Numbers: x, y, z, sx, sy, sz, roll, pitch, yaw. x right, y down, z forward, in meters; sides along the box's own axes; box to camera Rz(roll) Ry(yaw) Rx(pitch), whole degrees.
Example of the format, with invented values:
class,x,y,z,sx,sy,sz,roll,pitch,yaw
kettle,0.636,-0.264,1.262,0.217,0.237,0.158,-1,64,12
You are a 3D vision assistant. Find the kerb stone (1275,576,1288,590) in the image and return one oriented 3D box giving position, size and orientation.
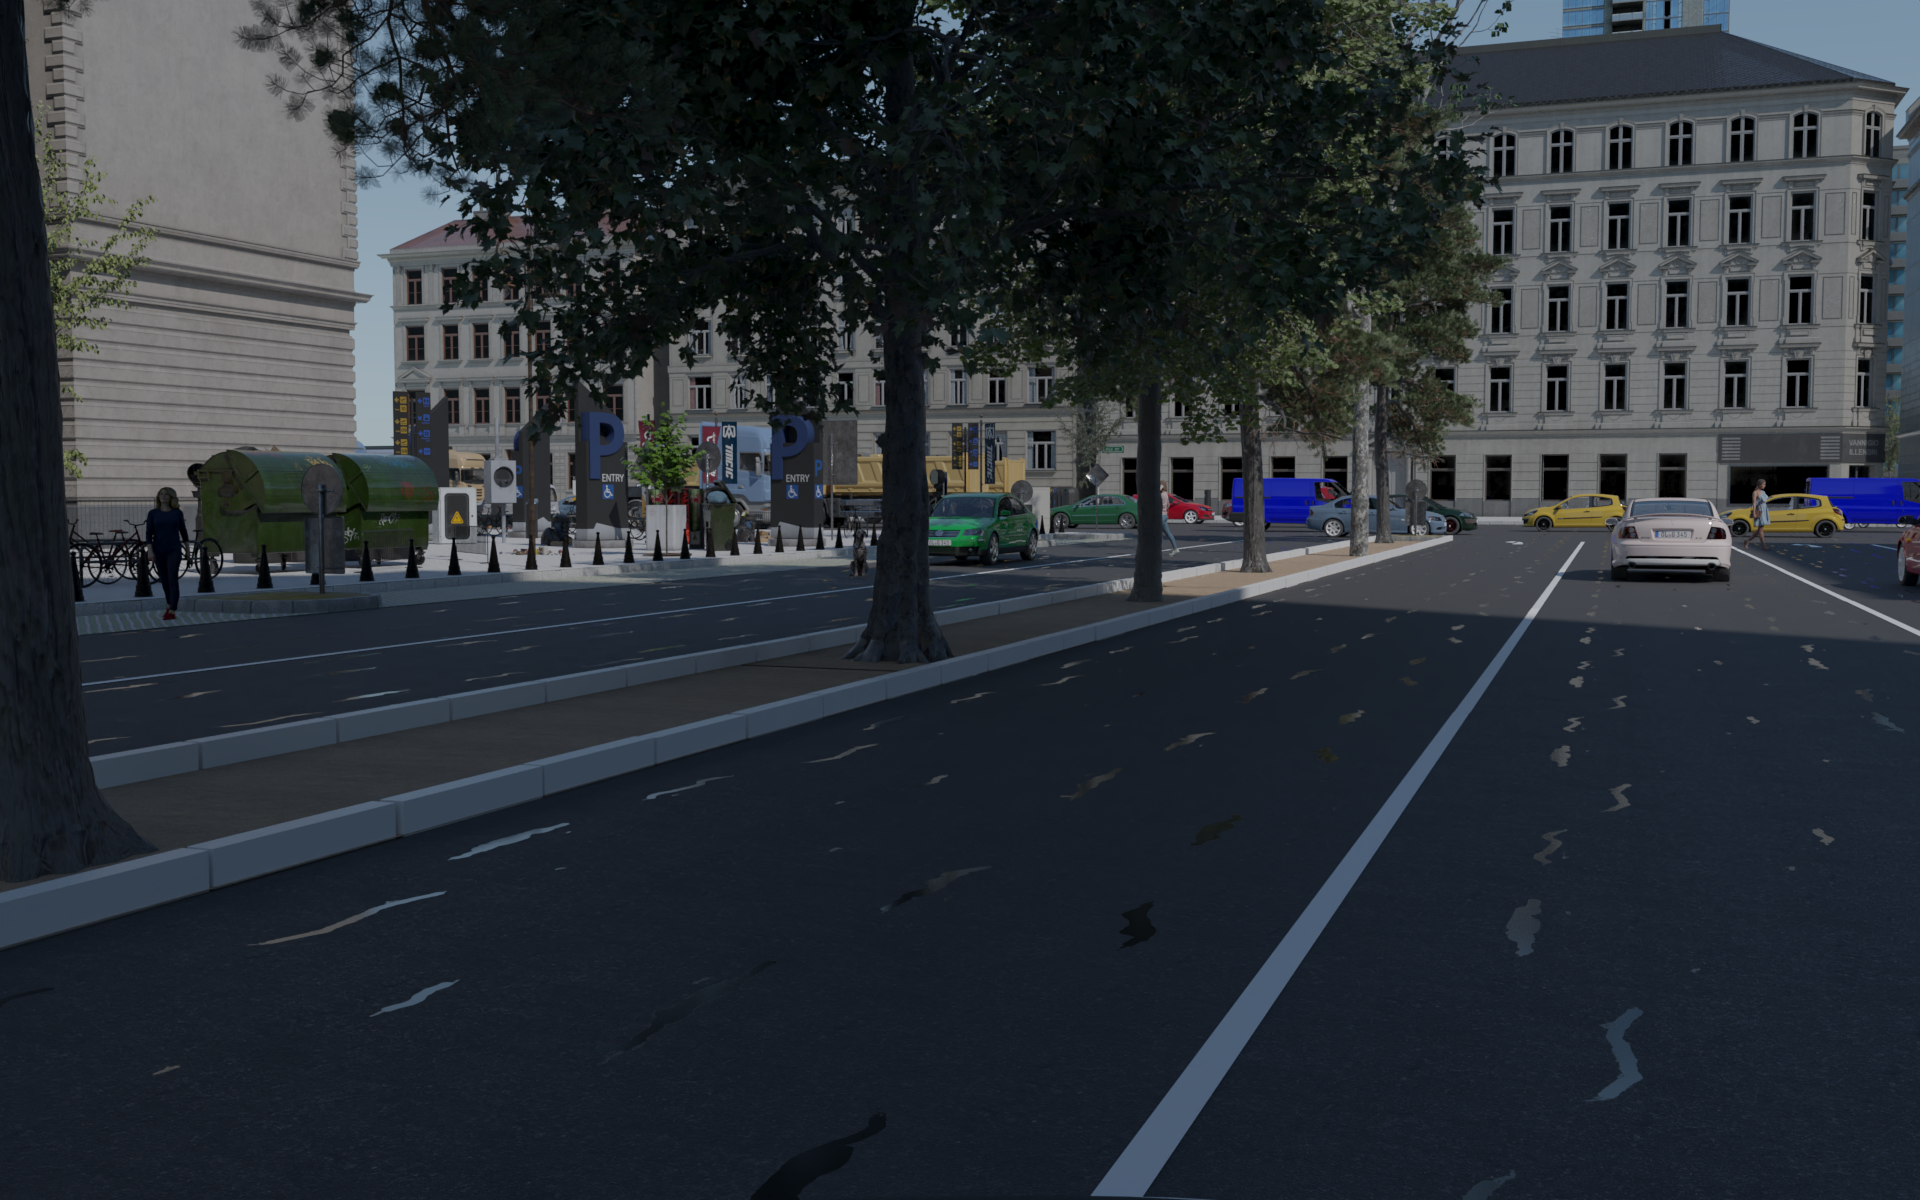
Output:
class,x,y,z,sx,sy,sz,roll,pitch,yaw
kerb stone,4.739,-0.234,26.029,0.120,0.150,1.000,1,4,21

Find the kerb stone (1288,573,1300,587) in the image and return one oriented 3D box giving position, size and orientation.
class,x,y,z,sx,sy,sz,roll,pitch,yaw
kerb stone,5.116,-0.293,26.993,0.120,0.150,1.000,1,4,21

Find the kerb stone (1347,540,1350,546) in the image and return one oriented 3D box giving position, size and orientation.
class,x,y,z,sx,sy,sz,roll,pitch,yaw
kerb stone,10.443,-1.517,46.993,0.120,0.150,1.000,1,4,21

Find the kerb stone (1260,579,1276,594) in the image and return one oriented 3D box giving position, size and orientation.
class,x,y,z,sx,sy,sz,roll,pitch,yaw
kerb stone,4.376,-0.175,25.060,0.120,0.150,1.000,1,4,21

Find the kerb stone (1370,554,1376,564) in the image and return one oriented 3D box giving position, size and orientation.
class,x,y,z,sx,sy,sz,roll,pitch,yaw
kerb stone,8.399,-0.825,35.679,0.120,0.150,1.000,1,4,21

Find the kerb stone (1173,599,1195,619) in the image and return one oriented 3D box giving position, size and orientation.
class,x,y,z,sx,sy,sz,roll,pitch,yaw
kerb stone,2.542,0.120,20.239,0.120,0.150,1.000,1,4,21

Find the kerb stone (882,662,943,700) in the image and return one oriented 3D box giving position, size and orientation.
class,x,y,z,sx,sy,sz,roll,pitch,yaw
kerb stone,-0.379,0.591,12.535,0.120,0.150,1.000,1,4,21

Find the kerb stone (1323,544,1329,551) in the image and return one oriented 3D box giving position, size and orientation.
class,x,y,z,sx,sy,sz,roll,pitch,yaw
kerb stone,8.992,-1.281,43.148,0.120,0.150,1.000,1,4,21

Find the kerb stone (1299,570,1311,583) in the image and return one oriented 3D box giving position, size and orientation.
class,x,y,z,sx,sy,sz,roll,pitch,yaw
kerb stone,5.475,-0.352,27.966,0.120,0.150,1.000,1,4,21

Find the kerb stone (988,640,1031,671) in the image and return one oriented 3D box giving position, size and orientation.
class,x,y,z,sx,sy,sz,roll,pitch,yaw
kerb stone,0.356,0.473,14.460,0.120,0.150,1.000,1,4,21

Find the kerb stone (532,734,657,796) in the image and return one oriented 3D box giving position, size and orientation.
class,x,y,z,sx,sy,sz,roll,pitch,yaw
kerb stone,-1.844,0.826,8.685,0.120,0.150,1.000,1,4,21

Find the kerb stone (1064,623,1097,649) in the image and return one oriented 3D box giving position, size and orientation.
class,x,y,z,sx,sy,sz,roll,pitch,yaw
kerb stone,1.076,0.357,16.392,0.120,0.150,1.000,1,4,21

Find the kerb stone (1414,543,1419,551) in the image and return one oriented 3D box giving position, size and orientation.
class,x,y,z,sx,sy,sz,roll,pitch,yaw
kerb stone,11.326,-1.290,43.379,0.120,0.150,1.000,1,4,21

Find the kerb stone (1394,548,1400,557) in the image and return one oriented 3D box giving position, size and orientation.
class,x,y,z,sx,sy,sz,roll,pitch,yaw
kerb stone,9.869,-1.059,39.535,0.120,0.150,1.000,1,4,21

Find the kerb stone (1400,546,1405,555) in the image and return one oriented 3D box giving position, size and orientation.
class,x,y,z,sx,sy,sz,roll,pitch,yaw
kerb stone,10.237,-1.115,40.494,0.120,0.150,1.000,1,4,21

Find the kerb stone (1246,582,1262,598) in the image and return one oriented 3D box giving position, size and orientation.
class,x,y,z,sx,sy,sz,roll,pitch,yaw
kerb stone,4.008,-0.117,24.102,0.120,0.150,1.000,1,4,21

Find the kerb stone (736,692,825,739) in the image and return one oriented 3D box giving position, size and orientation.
class,x,y,z,sx,sy,sz,roll,pitch,yaw
kerb stone,-1.109,0.709,10.609,0.120,0.150,1.000,1,4,21

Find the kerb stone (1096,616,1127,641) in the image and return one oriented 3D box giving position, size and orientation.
class,x,y,z,sx,sy,sz,roll,pitch,yaw
kerb stone,1.453,0.296,17.352,0.120,0.150,1.000,1,4,21

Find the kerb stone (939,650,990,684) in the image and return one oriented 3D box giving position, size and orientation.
class,x,y,z,sx,sy,sz,roll,pitch,yaw
kerb stone,-0.012,0.532,13.500,0.120,0.150,1.000,1,4,21

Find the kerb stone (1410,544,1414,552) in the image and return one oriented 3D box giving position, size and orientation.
class,x,y,z,sx,sy,sz,roll,pitch,yaw
kerb stone,10.951,-1.236,42.419,0.120,0.150,1.000,1,4,21

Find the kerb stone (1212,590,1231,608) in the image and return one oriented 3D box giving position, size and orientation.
class,x,y,z,sx,sy,sz,roll,pitch,yaw
kerb stone,3.274,0.002,22.157,0.120,0.150,1.000,1,4,21

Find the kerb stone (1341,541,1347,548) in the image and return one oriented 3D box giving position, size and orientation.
class,x,y,z,sx,sy,sz,roll,pitch,yaw
kerb stone,10.094,-1.458,46.027,0.120,0.150,1.000,1,4,21

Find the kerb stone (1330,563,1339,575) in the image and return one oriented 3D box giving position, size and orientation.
class,x,y,z,sx,sy,sz,roll,pitch,yaw
kerb stone,6.572,-0.529,30.851,0.120,0.150,1.000,1,4,21

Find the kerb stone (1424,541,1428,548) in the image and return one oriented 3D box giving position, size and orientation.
class,x,y,z,sx,sy,sz,roll,pitch,yaw
kerb stone,12.052,-1.413,45.299,0.120,0.150,1.000,1,4,21

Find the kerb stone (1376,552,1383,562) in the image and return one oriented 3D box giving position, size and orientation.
class,x,y,z,sx,sy,sz,roll,pitch,yaw
kerb stone,8.773,-0.883,36.637,0.120,0.150,1.000,1,4,21

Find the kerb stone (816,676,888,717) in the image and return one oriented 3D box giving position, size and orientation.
class,x,y,z,sx,sy,sz,roll,pitch,yaw
kerb stone,-0.750,0.650,11.571,0.120,0.150,1.000,1,4,21

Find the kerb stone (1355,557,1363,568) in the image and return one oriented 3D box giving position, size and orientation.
class,x,y,z,sx,sy,sz,roll,pitch,yaw
kerb stone,7.665,-0.706,33.745,0.120,0.150,1.000,1,4,21

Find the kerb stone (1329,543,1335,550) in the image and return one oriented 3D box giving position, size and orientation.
class,x,y,z,sx,sy,sz,roll,pitch,yaw
kerb stone,9.353,-1.340,44.109,0.120,0.150,1.000,1,4,21

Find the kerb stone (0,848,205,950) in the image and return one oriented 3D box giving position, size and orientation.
class,x,y,z,sx,sy,sz,roll,pitch,yaw
kerb stone,-2.940,1.004,5.796,0.120,0.150,1.000,1,4,21

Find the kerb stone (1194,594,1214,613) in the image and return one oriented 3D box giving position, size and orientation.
class,x,y,z,sx,sy,sz,roll,pitch,yaw
kerb stone,2.907,0.061,21.198,0.120,0.150,1.000,1,4,21

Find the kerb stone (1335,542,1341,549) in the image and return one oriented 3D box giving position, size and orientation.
class,x,y,z,sx,sy,sz,roll,pitch,yaw
kerb stone,9.723,-1.395,45.070,0.120,0.150,1.000,1,4,21

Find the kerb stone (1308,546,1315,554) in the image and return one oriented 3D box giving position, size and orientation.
class,x,y,z,sx,sy,sz,roll,pitch,yaw
kerb stone,8.259,-1.164,41.224,0.120,0.150,1.000,1,4,21

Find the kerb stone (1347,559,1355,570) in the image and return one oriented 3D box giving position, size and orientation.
class,x,y,z,sx,sy,sz,roll,pitch,yaw
kerb stone,7.297,-0.648,32.785,0.120,0.150,1.000,1,4,21

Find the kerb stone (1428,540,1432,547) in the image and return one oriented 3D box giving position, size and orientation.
class,x,y,z,sx,sy,sz,roll,pitch,yaw
kerb stone,12.417,-1.471,46.259,0.120,0.150,1.000,1,4,21

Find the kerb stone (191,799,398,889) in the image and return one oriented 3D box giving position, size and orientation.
class,x,y,z,sx,sy,sz,roll,pitch,yaw
kerb stone,-2.580,0.945,6.758,0.120,0.150,1.000,1,4,21

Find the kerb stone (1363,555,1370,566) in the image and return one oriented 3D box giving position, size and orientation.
class,x,y,z,sx,sy,sz,roll,pitch,yaw
kerb stone,8.033,-0.766,34.713,0.120,0.150,1.000,1,4,21

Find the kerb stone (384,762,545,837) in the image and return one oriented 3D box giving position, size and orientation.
class,x,y,z,sx,sy,sz,roll,pitch,yaw
kerb stone,-2.202,0.885,7.722,0.120,0.150,1.000,1,4,21

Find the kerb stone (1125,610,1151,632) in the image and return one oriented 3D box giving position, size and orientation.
class,x,y,z,sx,sy,sz,roll,pitch,yaw
kerb stone,1.812,0.237,18.319,0.120,0.150,1.000,1,4,21

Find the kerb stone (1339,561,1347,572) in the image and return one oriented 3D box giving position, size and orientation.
class,x,y,z,sx,sy,sz,roll,pitch,yaw
kerb stone,6.933,-0.588,31.817,0.120,0.150,1.000,1,4,21

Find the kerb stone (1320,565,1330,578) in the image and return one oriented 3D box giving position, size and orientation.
class,x,y,z,sx,sy,sz,roll,pitch,yaw
kerb stone,6.201,-0.467,29.887,0.120,0.150,1.000,1,4,21

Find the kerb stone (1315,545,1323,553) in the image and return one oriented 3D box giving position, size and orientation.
class,x,y,z,sx,sy,sz,roll,pitch,yaw
kerb stone,8.628,-1.222,42.182,0.120,0.150,1.000,1,4,21

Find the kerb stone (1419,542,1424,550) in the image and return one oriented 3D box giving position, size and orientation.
class,x,y,z,sx,sy,sz,roll,pitch,yaw
kerb stone,11.689,-1.354,44.339,0.120,0.150,1.000,1,4,21

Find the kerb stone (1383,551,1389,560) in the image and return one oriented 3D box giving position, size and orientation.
class,x,y,z,sx,sy,sz,roll,pitch,yaw
kerb stone,9.132,-0.939,37.612,0.120,0.150,1.000,1,4,21

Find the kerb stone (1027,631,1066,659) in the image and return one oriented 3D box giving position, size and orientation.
class,x,y,z,sx,sy,sz,roll,pitch,yaw
kerb stone,0.713,0.414,15.431,0.120,0.150,1.000,1,4,21

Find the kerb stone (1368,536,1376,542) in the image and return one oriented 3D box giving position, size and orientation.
class,x,y,z,sx,sy,sz,roll,pitch,yaw
kerb stone,12.648,-1.866,52.771,0.120,0.150,1.000,1,4,21

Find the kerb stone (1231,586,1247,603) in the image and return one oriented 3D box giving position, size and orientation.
class,x,y,z,sx,sy,sz,roll,pitch,yaw
kerb stone,3.641,-0.055,23.126,0.120,0.150,1.000,1,4,21

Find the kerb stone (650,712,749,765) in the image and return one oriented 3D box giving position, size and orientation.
class,x,y,z,sx,sy,sz,roll,pitch,yaw
kerb stone,-1.481,0.773,9.650,0.120,0.150,1.000,1,4,21

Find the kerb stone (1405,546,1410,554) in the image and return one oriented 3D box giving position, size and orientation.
class,x,y,z,sx,sy,sz,roll,pitch,yaw
kerb stone,10.597,-1.172,41.455,0.120,0.150,1.000,1,4,21

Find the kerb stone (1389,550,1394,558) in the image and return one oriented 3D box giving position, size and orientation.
class,x,y,z,sx,sy,sz,roll,pitch,yaw
kerb stone,9.499,-1.002,38.577,0.120,0.150,1.000,1,4,21

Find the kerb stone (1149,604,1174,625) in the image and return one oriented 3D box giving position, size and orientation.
class,x,y,z,sx,sy,sz,roll,pitch,yaw
kerb stone,2.176,0.180,19.279,0.120,0.150,1.000,1,4,21

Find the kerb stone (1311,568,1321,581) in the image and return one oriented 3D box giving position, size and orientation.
class,x,y,z,sx,sy,sz,roll,pitch,yaw
kerb stone,5.846,-0.412,28.924,0.120,0.150,1.000,1,4,21
